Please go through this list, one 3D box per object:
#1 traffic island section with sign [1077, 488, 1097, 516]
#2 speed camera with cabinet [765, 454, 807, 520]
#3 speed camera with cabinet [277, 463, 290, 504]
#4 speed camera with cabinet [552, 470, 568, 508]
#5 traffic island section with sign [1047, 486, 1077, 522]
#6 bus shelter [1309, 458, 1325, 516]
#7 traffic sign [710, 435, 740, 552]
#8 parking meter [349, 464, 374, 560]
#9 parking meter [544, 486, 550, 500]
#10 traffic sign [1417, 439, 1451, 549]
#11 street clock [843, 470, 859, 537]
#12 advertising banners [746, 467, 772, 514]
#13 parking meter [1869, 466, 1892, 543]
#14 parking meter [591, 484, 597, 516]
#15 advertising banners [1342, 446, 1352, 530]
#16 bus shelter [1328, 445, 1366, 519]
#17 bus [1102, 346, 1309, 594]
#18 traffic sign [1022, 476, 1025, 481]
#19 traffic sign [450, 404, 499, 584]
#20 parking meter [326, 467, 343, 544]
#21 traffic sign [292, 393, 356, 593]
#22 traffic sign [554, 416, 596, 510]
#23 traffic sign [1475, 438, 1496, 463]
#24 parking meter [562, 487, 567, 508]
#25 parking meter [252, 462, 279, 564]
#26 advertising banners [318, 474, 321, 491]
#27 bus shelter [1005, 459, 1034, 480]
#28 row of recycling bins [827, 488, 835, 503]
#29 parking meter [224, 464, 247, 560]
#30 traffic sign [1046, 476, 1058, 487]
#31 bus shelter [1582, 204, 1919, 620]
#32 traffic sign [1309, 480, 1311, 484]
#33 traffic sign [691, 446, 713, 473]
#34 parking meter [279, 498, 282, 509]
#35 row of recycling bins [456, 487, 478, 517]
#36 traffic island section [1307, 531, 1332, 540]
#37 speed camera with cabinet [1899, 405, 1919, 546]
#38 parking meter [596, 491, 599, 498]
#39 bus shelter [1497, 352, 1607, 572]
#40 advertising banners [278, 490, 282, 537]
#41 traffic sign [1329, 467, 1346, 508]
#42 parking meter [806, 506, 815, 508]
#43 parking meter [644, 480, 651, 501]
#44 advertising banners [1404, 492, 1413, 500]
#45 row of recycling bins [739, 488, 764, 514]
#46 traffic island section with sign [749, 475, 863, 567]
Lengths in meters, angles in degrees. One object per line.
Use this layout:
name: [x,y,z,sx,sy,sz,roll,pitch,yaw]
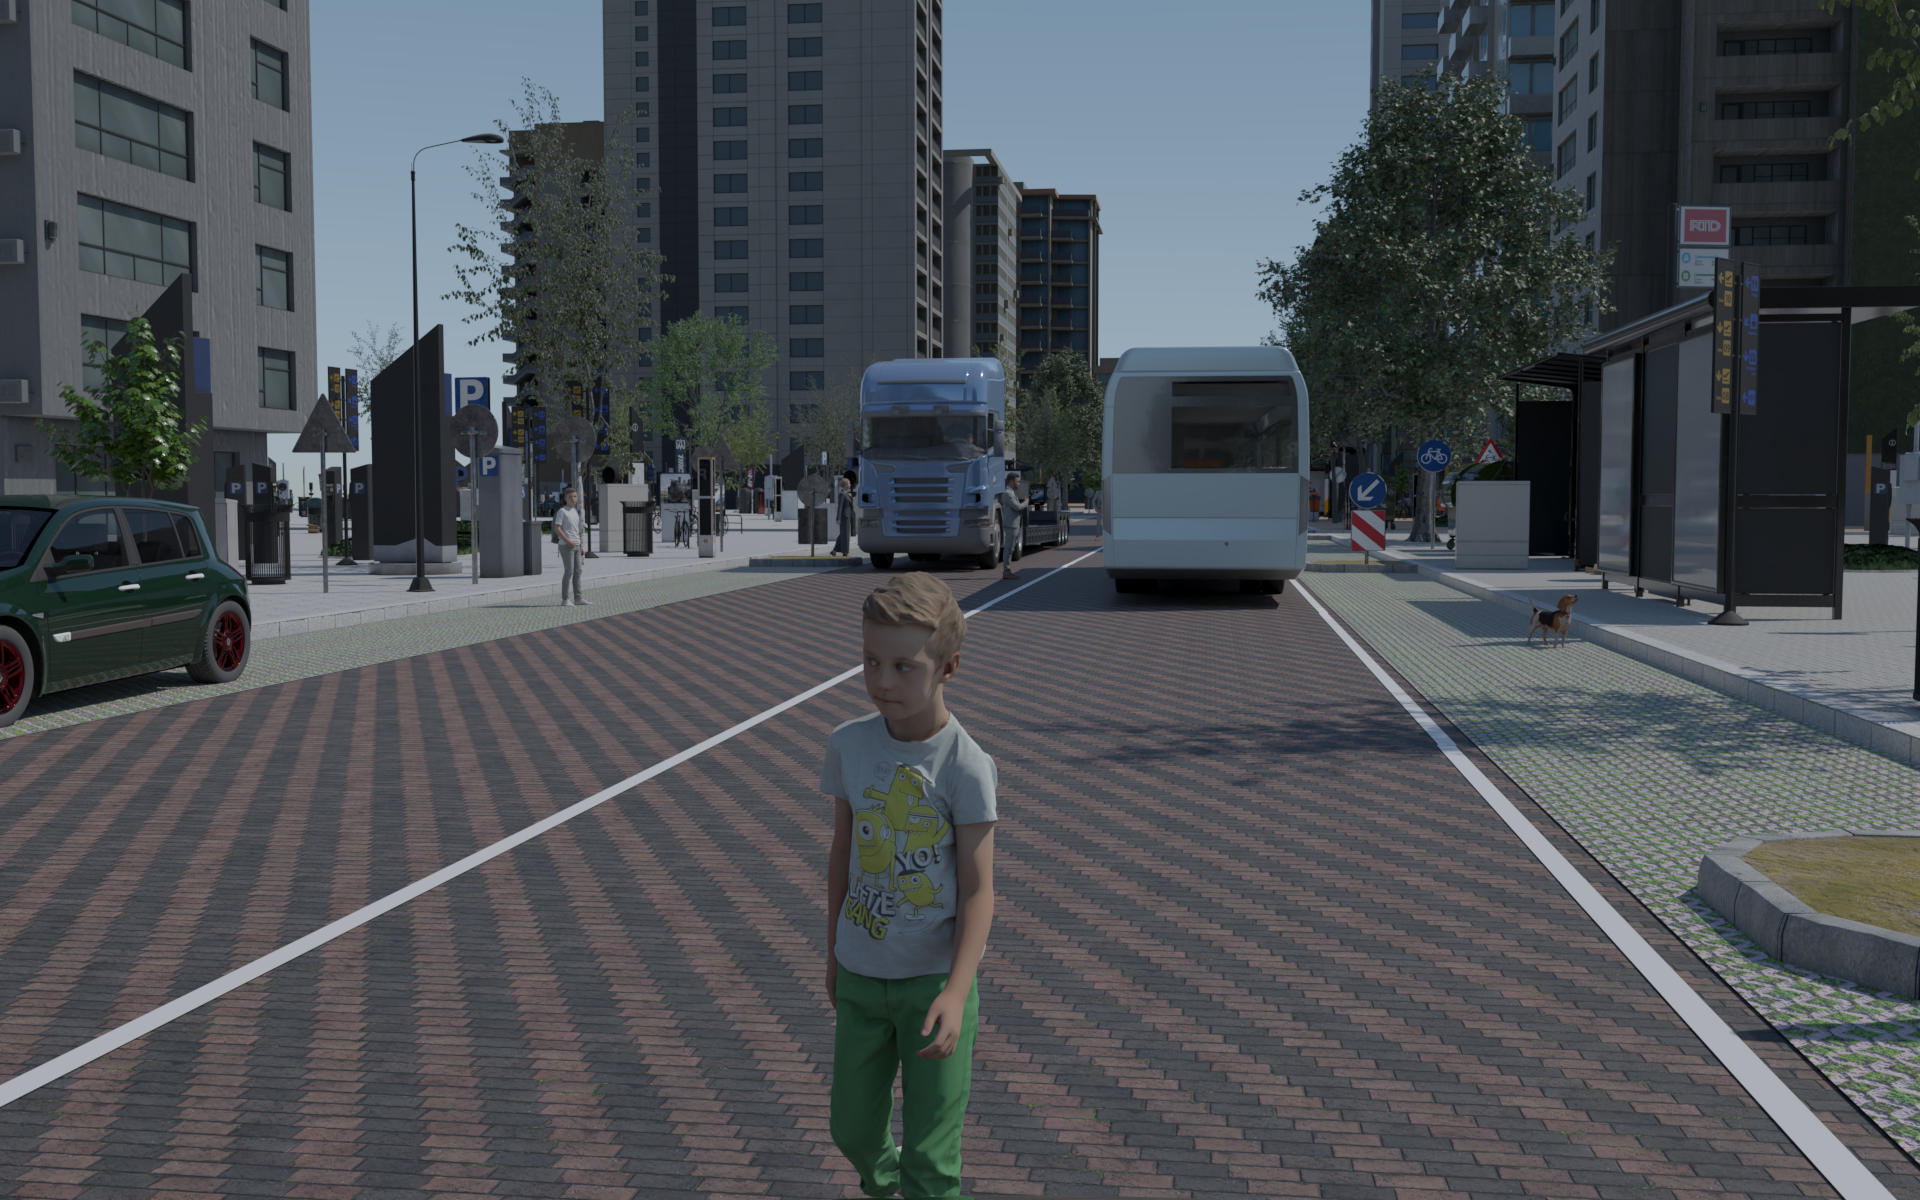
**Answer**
traffic island section with sign: [8.672,-6.533,115.436,1.989,1.847,2.006,1,4,8]
speed camera with cabinet: [-8.731,-5.618,86.197,2.038,3.252,0.660,2,4,31]
speed camera with cabinet: [-43.546,-7.049,109.580,2.038,3.252,0.660,-1,4,-12]
speed camera with cabinet: [-32.277,-8.922,140.208,0.660,3.252,2.038,1,4,15]
traffic island section with sign: [4.802,-4.901,88.759,1.989,1.847,2.006,1,4,8]
bus shelter: [20.566,-6.405,98.646,2.014,3.302,5.546,1,4,8]
traffic sign: [-5.279,-2.342,38.290,0.884,2.594,0.081,1,4,16]
parking meter: [-11.588,-1.702,33.534,0.399,1.863,0.255,0,4,3]
parking meter: [-28.354,-6.922,118.891,0.255,1.863,0.399,-2,4,-34]
traffic sign: [11.031,-2.461,40.346,0.768,2.556,0.104,1,4,16]
street clock: [-3.251,-2.904,52.048,0.471,2.002,0.358,2,4,26]
advertising banners: [-12.622,-6.979,110.300,2.074,3.025,0.090,0,4,4]
parking meter: [19.060,-1.844,35.856,0.399,1.863,0.255,2,4,28]
parking meter: [-21.489,-5.872,101.715,0.255,1.863,0.399,-1,4,-17]
advertising banners: [13.979,-4.060,62.572,0.090,3.025,2.074,0,4,5]
bus shelter: [18.805,-5.733,85.020,1.731,3.624,6.357,0,4,8]
bus: [3.846,-2.038,28.187,2.948,3.499,13.247,0,4,7]
traffic sign: [3.780,-6.630,108.411,0.884,2.594,0.081,1,4,17]
traffic sign: [-6.901,-1.496,24.574,0.768,2.556,0.104,1,4,15]
parking meter: [-13.227,-1.886,36.541,0.255,1.863,0.399,0,4,7]
traffic sign: [-8.222,-1.369,22.382,0.884,2.594,0.081,1,4,9]
traffic sign: [-6.304,-1.725,28.314,0.768,2.556,0.104,1,4,16]
traffic sign: [12.281,-2.456,40.154,0.884,2.594,0.081,1,4,14]
parking meter: [-31.391,-8.062,137.519,0.399,1.863,0.255,-3,5,-41]
parking meter: [-12.804,-1.605,31.953,0.399,1.863,0.255,0,4,1]
advertising banners: [-53.950,-9.314,148.475,2.074,3.025,0.090,0,4,-3]
bus shelter: [3.181,-6.731,103.979,2.014,3.302,5.546,0,4,8]
row of recycling bins: [-8.236,-6.944,120.641,3.534,1.692,1.069,2,4,33]
parking meter: [-14.002,-1.699,33.493,0.399,1.863,0.255,-1,4,-21]
traffic sign: [6.674,-7.680,125.577,0.884,2.594,0.081,1,4,18]
bus shelter: [9.279,-2.700,21.779,2.179,5.291,8.768,0,4,8]
traffic sign: [18.750,-5.788,94.645,0.884,2.594,0.081,1,4,10]
traffic sign: [-6.760,-2.802,45.915,0.768,2.556,0.104,1,4,8]
parking meter: [-47.929,-6.947,121.999,0.372,1.533,0.369,0,3,0]
row of recycling bins: [-28.229,-5.421,95.743,3.534,1.692,1.069,0,4,2]
traffic island section: [10.687,-2.000,54.979,2.009,0.180,2.903,1,4,8]
speed camera with cabinet: [21.609,-2.661,37.838,0.660,3.252,2.038,-1,4,-22]
parking meter: [-25.629,-6.969,122.346,0.372,1.533,0.369,0,3,0]
bus shelter: [11.159,-2.467,31.620,1.731,3.624,6.357,1,4,8]
advertising banners: [-21.086,-3.380,51.454,0.090,3.025,2.074,2,4,34]
traffic sign: [17.605,-4.933,80.760,0.768,2.556,0.104,1,4,13]
parking meter: [-7.060,-4.653,81.792,0.399,1.863,0.255,3,5,42]
parking meter: [-12.419,-3.836,68.434,0.399,1.863,0.255,-3,5,-43]
advertising banners: [32.619,-7.843,124.422,2.074,3.025,0.090,-2,4,-30]
row of recycling bins: [-12.704,-6.497,113.331,3.534,1.692,1.069,-1,4,-19]
traffic island section with sign: [-3.015,-1.593,34.666,1.989,1.847,2.006,1,4,8]
